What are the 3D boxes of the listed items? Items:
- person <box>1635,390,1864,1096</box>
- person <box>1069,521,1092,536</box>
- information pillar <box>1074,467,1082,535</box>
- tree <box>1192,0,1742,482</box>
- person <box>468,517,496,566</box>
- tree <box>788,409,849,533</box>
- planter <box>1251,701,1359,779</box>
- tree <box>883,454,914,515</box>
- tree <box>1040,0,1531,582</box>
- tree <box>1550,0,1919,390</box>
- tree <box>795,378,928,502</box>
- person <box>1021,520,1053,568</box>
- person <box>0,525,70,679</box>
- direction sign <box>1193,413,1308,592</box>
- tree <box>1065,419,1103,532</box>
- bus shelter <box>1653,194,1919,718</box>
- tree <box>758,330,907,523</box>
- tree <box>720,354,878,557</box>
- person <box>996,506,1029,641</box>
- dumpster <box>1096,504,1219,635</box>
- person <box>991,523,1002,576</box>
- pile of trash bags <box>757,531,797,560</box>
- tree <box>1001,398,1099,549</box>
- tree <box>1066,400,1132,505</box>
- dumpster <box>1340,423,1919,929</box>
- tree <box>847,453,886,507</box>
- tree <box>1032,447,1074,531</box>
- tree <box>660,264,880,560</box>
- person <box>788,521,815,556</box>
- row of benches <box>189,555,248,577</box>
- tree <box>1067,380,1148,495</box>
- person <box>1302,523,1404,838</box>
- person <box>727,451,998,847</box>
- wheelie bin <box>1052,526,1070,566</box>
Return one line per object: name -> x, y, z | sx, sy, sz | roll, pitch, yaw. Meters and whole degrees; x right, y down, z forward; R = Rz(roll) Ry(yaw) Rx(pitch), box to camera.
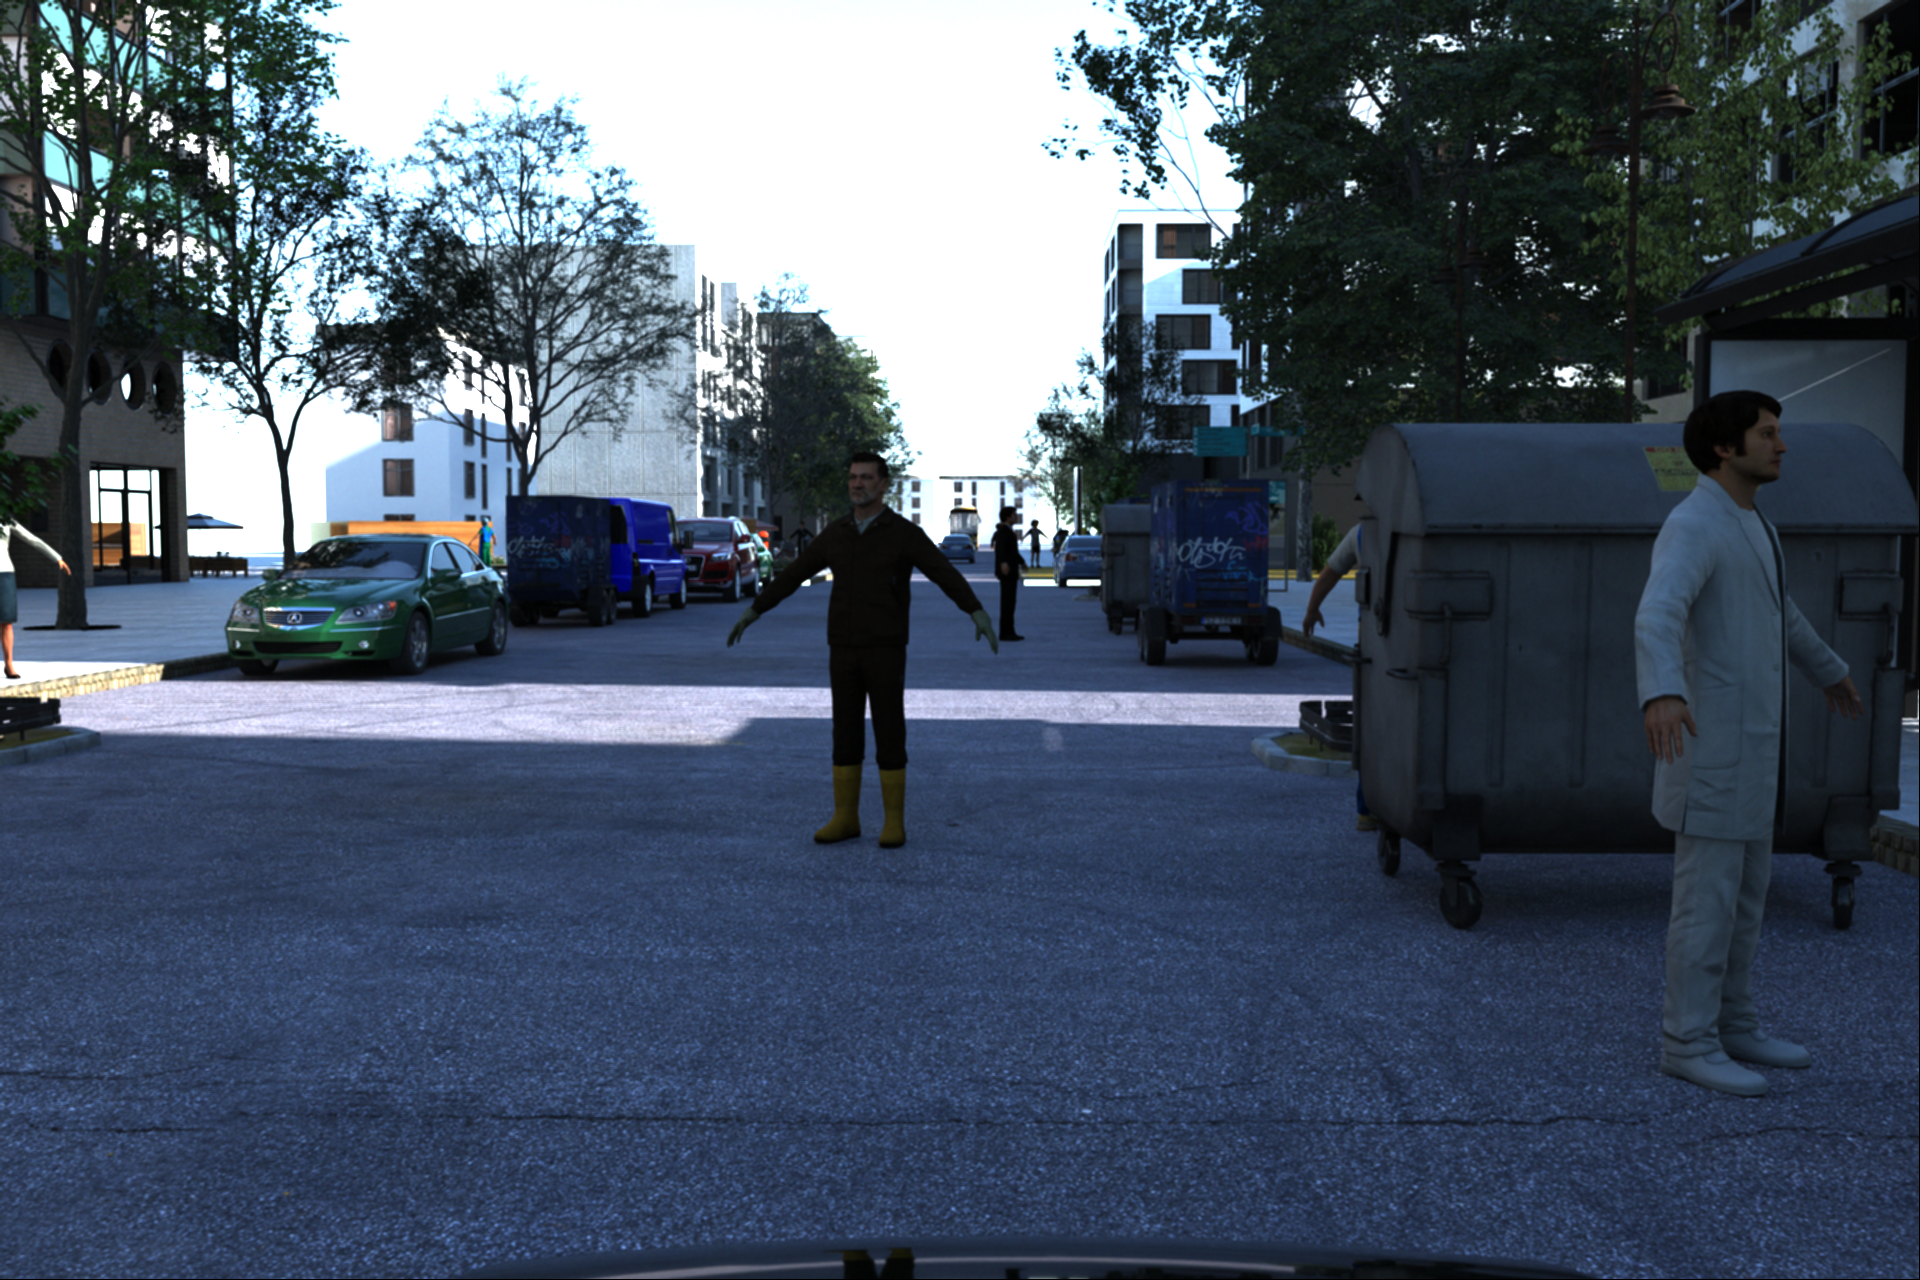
person -> 2.056, 0.248, 4.581 | 0.705, 1.806, 1.347 | 3, 5, 44
person -> 4.892, -3.928, 70.196 | 1.349, 1.833, 0.705 | 0, 4, -8
information pillar -> 4.151, -4.264, 61.035 | 0.184, 3.620, 1.656 | 0, 3, 0
tree -> 8.695, -7.575, 30.509 | 9.857, 13.997, 8.962 | 0, 3, 0
person -> -15.350, -3.044, 55.902 | 0.704, 1.817, 1.347 | 1, 4, 22
tree -> -7.803, -8.990, 97.343 | 4.737, 8.622, 4.395 | 0, 3, 0
planter -> 2.898, 0.619, 11.011 | 1.991, 0.319, 1.994 | 0, 4, 2
tree -> -6.835, -12.448, 153.886 | 4.360, 8.622, 3.978 | 0, 3, 0
tree -> 8.392, -11.560, 44.901 | 12.611, 20.169, 13.585 | 0, 3, 0
tree -> 8.702, -4.214, 19.263 | 4.737, 8.622, 4.395 | 0, 3, 0
tree -> -7.394, -13.454, 130.345 | 12.009, 13.543, 11.850 | 0, 3, 0
person -> 2.872, -3.640, 65.660 | 1.345, 1.843, 0.704 | -2, 4, -24
person -> -8.485, -0.513, 15.212 | 1.217, 1.735, 0.721 | -3, 5, -42
direction sign -> 6.407, -2.999, 37.804 | 2.525, 3.948, 1.411 | 0, 4, 1
tree -> 7.629, -9.452, 104.908 | 4.360, 8.622, 3.978 | 0, 3, 0
bus shelter -> 5.837, -0.956, 9.551 | 2.014, 3.302, 5.546 | 0, 4, 2
tree -> -8.091, -12.426, 109.822 | 9.857, 13.997, 8.962 | 0, 3, 0
tree -> -8.493, -9.558, 90.683 | 8.767, 10.594, 7.601 | 0, 4, -1
person -> 0.681, -0.899, 23.335 | 0.705, 1.806, 1.347 | 1, 4, 14
dumpster -> 2.934, -1.029, 25.035 | 1.865, 1.857, 1.264 | 0, 4, 0
person -> 1.352, -3.046, 58.449 | 0.705, 1.806, 1.347 | -2, 4, -29
pile of trash bags -> -6.673, -3.098, 60.406 | 1.912, 1.369, 3.447 | 0, 4, 1
tree -> 8.625, -14.883, 153.698 | 12.009, 13.543, 11.850 | 0, 3, 0
tree -> 7.732, -8.723, 92.978 | 4.737, 8.622, 4.395 | 0, 3, 0
dumpster -> 2.515, 0.090, 6.751 | 1.865, 1.857, 1.264 | 0, 4, 0
tree -> -7.666, -11.630, 140.518 | 4.737, 8.622, 4.395 | 0, 3, 0
tree -> 7.898, -11.572, 139.558 | 4.360, 8.622, 3.978 | 0, 3, 0
tree -> -8.453, -10.273, 78.330 | 12.009, 13.543, 11.850 | 0, 3, 0
person -> -6.794, -4.194, 74.499 | 1.347, 1.837, 0.705 | 0, 4, 6
row of benches -> -23.413, -2.238, 52.062 | 4.104, 0.672, 1.422 | 1, 4, 13
tree -> 7.359, -8.037, 81.759 | 4.360, 8.622, 3.978 | 0, 3, 0
person -> 2.107, 0.001, 8.300 | 0.705, 1.847, 1.347 | -3, 4, -36
person -> -0.436, 0.035, 8.027 | 1.346, 1.812, 0.704 | 1, 4, 20
wheelie bin -> 3.936, -3.643, 67.473 | 0.693, 1.594, 0.980 | 0, 4, 0
